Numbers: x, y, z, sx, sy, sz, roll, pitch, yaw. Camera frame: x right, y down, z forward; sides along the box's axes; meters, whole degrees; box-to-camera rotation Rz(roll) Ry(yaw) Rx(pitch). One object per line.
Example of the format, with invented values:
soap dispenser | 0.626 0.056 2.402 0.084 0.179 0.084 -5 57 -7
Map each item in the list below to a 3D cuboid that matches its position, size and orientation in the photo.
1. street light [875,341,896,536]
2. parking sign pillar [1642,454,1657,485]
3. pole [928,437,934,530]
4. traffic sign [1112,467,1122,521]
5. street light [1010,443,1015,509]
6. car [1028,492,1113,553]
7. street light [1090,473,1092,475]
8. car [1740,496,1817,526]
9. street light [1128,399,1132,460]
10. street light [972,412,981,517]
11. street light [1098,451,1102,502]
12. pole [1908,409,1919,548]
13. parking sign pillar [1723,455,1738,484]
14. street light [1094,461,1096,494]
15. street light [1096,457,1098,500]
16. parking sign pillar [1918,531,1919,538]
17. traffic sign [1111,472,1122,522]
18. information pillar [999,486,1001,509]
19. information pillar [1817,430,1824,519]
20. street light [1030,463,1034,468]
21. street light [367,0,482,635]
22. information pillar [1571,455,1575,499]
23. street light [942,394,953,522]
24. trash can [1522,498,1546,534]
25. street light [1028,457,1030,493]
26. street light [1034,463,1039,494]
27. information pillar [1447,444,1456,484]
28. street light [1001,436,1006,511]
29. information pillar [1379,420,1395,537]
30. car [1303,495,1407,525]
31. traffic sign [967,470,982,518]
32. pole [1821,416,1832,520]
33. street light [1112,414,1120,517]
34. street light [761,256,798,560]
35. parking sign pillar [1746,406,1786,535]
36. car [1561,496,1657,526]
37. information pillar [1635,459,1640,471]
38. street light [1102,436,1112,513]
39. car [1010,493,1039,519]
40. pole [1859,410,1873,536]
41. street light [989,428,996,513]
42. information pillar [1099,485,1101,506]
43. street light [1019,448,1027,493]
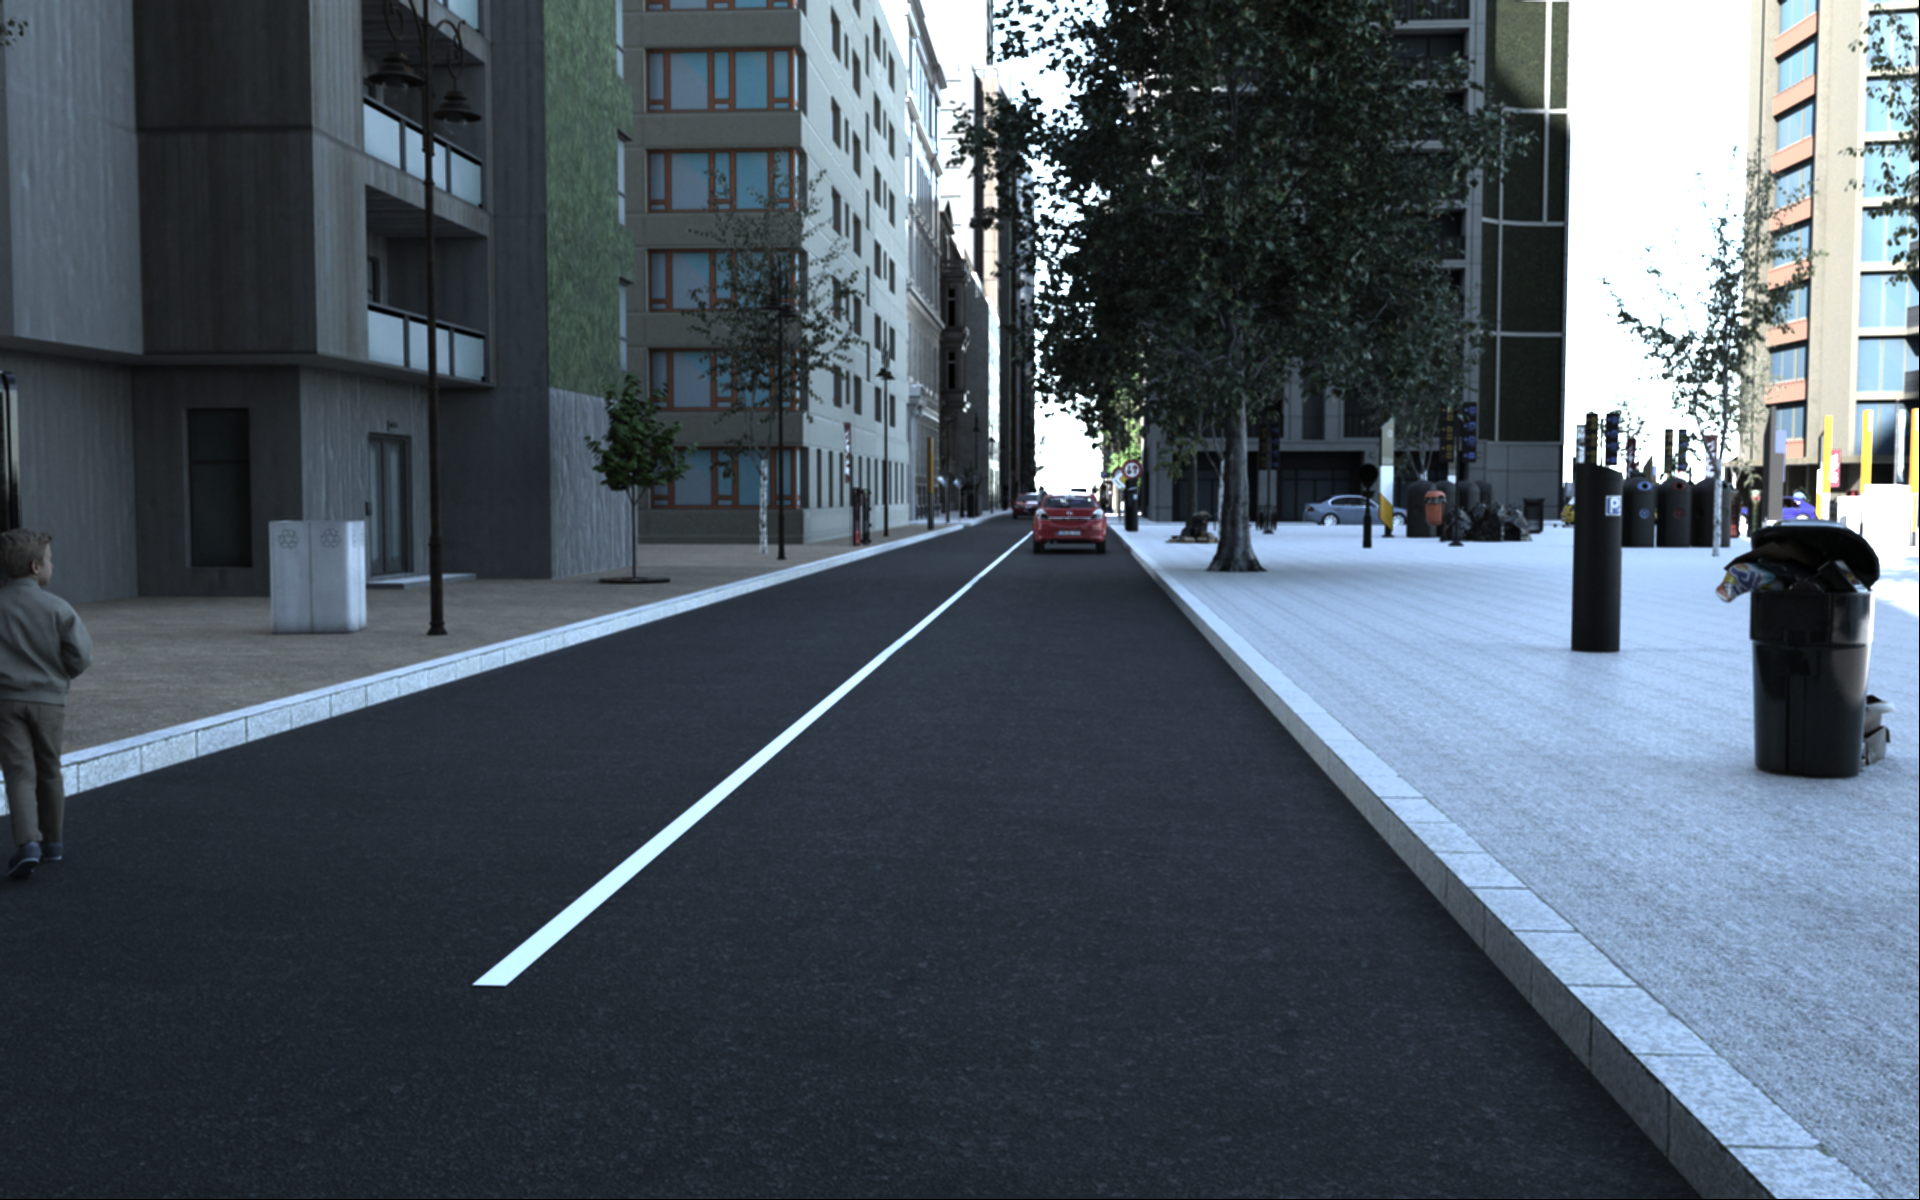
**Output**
street light | -2.249 -4.880 52.568 0.468 5.910 1.993 0 4 4
parking sign pillar | 46.773 -7.893 117.518 1.447 3.967 1.447 0 4 -4
pole | -1.054 -4.179 62.174 0.158 3.312 0.155 0 3 0
traffic sign | 7.546 -4.985 81.617 0.768 2.556 0.104 1 4 13
street light | 4.729 -11.169 155.394 0.468 5.910 1.993 0 4 4
car | 2.753 -2.099 43.353 2.155 1.783 4.494 0 4 4
street light | 18.591 -16.292 239.157 0.468 5.910 1.993 0 4 4
car | 33.314 -3.629 71.907 3.894 1.354 1.945 0 4 5
street light | 7.748 -6.525 79.479 0.468 5.910 1.993 0 4 4
street light | 0.928 -7.641 97.726 0.468 5.910 1.993 0 4 4
street light | 12.866 -11.148 155.065 0.468 5.910 1.993 0 4 4
pole | 22.833 -2.911 41.444 0.158 3.312 0.155 0 3 0
parking sign pillar | 48.038 -7.270 107.338 1.447 3.967 1.447 -3 5 -40
street light | 15.421 -13.423 192.247 0.468 5.910 1.993 0 4 4
street light | 14.163 -12.274 173.474 0.468 5.910 1.993 0 4 4
parking sign pillar | 28.962 -3.809 50.741 1.447 3.967 1.447 -1 4 -16
traffic sign | 7.218 -4.566 78.299 0.795 2.450 0.064 0 4 4
information pillar | 3.385 -9.051 152.482 0.304 2.012 0.304 3 5 44
information pillar | 29.658 -4.171 59.551 0.504 3.616 0.183 -3 4 -36
street light | 8.497 -14.576 211.099 0.468 5.910 1.993 0 4 4
street light | -4.767 -2.619 15.615 0.468 5.910 1.993 0 4 4
information pillar | 36.972 -6.891 104.014 0.504 3.616 0.183 2 4 32
street light | -0.548 -6.497 79.019 0.468 5.910 1.993 0 4 4
trash can | 18.710 -2.743 56.497 0.748 1.137 0.748 0 3 0
street light | 7.250 -13.408 192.005 0.468 5.910 1.993 0 4 4
street light | 9.816 -15.688 229.283 0.468 5.910 1.993 0 4 4
information pillar | 21.938 -5.241 77.042 0.504 3.616 0.183 0 4 -2
street light | 3.347 -9.876 134.259 0.468 5.910 1.993 0 4 4
information pillar | 12.633 -3.664 51.269 0.504 3.616 0.183 -2 4 -27
car | 16.629 -3.694 72.391 4.499 1.417 2.014 0 4 3
traffic sign | 0.753 -5.584 91.411 0.768 2.556 0.104 1 4 9
pole | 22.698 -3.152 45.386 0.158 3.312 0.155 0 3 0
street light | 8.982 -7.638 97.669 0.468 5.910 1.993 0 4 4
street light | -3.502 -3.732 33.804 0.468 5.910 1.993 0 4 4
parking sign pillar | 25.189 -3.986 53.638 1.447 3.967 1.447 1 4 17
car | 27.039 -3.766 71.800 3.980 1.641 2.015 0 4 4
information pillar | 45.339 -7.635 116.187 0.504 3.616 0.183 2 4 28
street light | 11.529 -9.901 134.663 0.468 5.910 1.993 0 4 4
car | 4.008 -5.672 101.785 2.155 1.783 4.494 0 4 2
pole | 22.035 -2.953 42.132 0.158 3.312 0.155 0 3 0
street light | 2.141 -8.763 116.067 0.468 5.910 1.993 0 4 4
information pillar | 11.770 -8.566 144.551 0.304 2.012 0.304 -1 4 -12
street light | 6.162 -12.295 173.804 0.468 5.910 1.993 0 4 4
